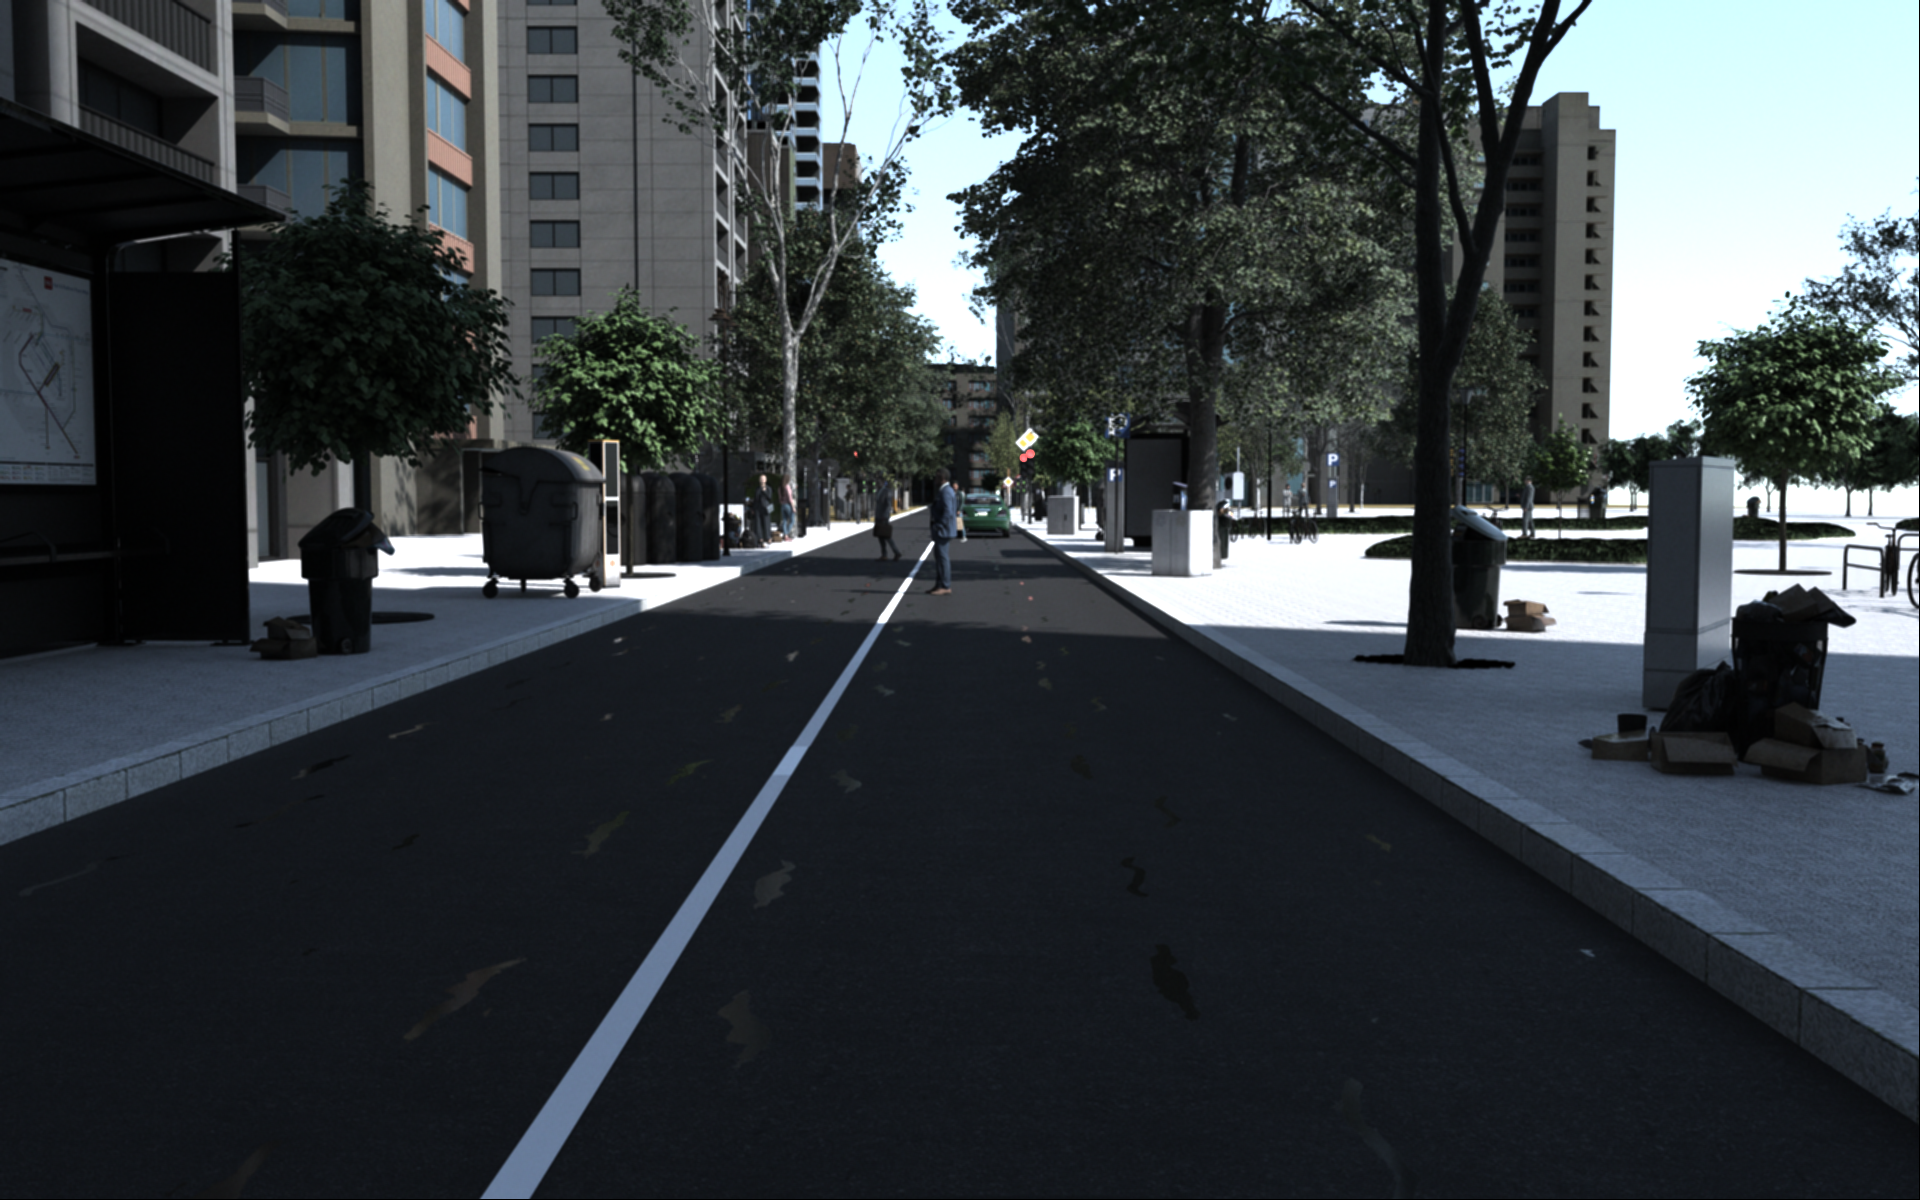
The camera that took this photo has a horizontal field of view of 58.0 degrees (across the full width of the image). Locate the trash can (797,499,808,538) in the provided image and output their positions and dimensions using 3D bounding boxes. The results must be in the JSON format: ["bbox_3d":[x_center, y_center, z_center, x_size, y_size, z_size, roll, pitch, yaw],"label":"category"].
[{"bbox_3d":[-4.824,-2.405,50.972,0.748,1.137,0.748,0,3,0],"label":"trash can"}]

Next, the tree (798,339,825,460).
[{"bbox_3d":[-4.932,-11.577,95.938,9.857,13.997,8.962,0,3,0],"label":"tree"}]

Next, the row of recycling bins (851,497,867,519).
[{"bbox_3d":[-5.296,-5.102,90.527,1.069,1.692,3.534,0,4,2],"label":"row of recycling bins"}]

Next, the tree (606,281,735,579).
[{"bbox_3d":[-5.232,-2.638,26.843,4.285,4.588,4.351,0,3,0],"label":"tree"}]

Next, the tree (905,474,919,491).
[{"bbox_3d":[-5.218,-14.419,186.104,4.360,8.622,3.978,0,3,0],"label":"tree"}]

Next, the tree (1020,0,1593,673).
[{"bbox_3d":[3.718,-5.320,12.731,9.928,11.665,9.643,0,3,0],"label":"tree"}]

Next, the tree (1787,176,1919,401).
[{"bbox_3d":[23.656,-6.498,40.648,8.767,10.594,7.601,0,4,-1],"label":"tree"}]

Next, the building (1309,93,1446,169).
[{"bbox_3d":[57.716,-43.752,257.336,28.212,58.520,21.231,0,4,0],"label":"building"}]

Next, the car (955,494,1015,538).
[{"bbox_3d":[0.778,-2.830,58.070,2.131,1.459,4.920,0,4,1],"label":"car"}]

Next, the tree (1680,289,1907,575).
[{"bbox_3d":[13.393,-2.702,27.895,4.285,4.588,4.351,0,3,0],"label":"tree"}]

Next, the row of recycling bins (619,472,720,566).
[{"bbox_3d":[-5.544,-1.548,32.426,1.069,1.692,3.534,1,4,22],"label":"row of recycling bins"}]

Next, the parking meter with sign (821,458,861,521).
[{"bbox_3d":[-5.686,-5.361,83.917,1.738,3.016,0.543,-1,4,-23],"label":"parking meter with sign"}]

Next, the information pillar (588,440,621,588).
[{"bbox_3d":[-4.860,-1.173,23.675,0.304,2.012,0.304,2,4,35],"label":"information pillar"}]

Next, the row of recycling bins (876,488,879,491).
[{"bbox_3d":[-5.270,-6.197,108.439,1.069,1.692,3.534,1,4,15],"label":"row of recycling bins"}]

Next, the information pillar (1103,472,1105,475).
[{"bbox_3d":[5.007,-3.270,57.952,0.304,2.012,0.304,-2,4,-34],"label":"information pillar"}]

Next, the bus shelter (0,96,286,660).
[{"bbox_3d":[-6.526,-1.242,11.593,1.731,3.624,6.357,0,3,0],"label":"bus shelter"}]

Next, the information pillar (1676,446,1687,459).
[{"bbox_3d":[34.599,-5.615,83.154,0.504,3.616,0.183,3,5,41],"label":"information pillar"}]

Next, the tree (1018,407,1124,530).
[{"bbox_3d":[4.294,-4.769,61.680,4.285,4.588,4.351,0,3,0],"label":"tree"}]

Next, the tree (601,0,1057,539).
[{"bbox_3d":[-3.594,-11.762,48.198,12.611,20.169,13.585,0,3,0],"label":"tree"}]

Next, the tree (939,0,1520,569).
[{"bbox_3d":[4.289,-7.509,29.435,9.857,13.997,8.962,0,3,0],"label":"tree"}]

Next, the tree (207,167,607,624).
[{"bbox_3d":[-6.203,-2.069,17.545,4.285,4.588,4.351,0,3,0],"label":"tree"}]

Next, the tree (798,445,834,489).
[{"bbox_3d":[-9.397,-9.793,110.471,4.360,8.622,3.978,0,3,0],"label":"tree"}]

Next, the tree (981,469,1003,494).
[{"bbox_3d":[4.115,-14.751,224.892,4.285,4.588,4.351,0,3,0],"label":"tree"}]

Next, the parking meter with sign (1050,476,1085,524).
[{"bbox_3d":[5.065,-5.226,81.708,0.543,3.016,1.738,-2,4,-31],"label":"parking meter with sign"}]

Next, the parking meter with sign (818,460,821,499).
[{"bbox_3d":[-7.052,-5.635,88.394,0.543,3.016,1.738,1,4,9],"label":"parking meter with sign"}]

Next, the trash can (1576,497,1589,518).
[{"bbox_3d":[29.187,-4.239,80.962,0.748,1.137,0.748,0,3,0],"label":"trash can"}]

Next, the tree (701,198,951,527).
[{"bbox_3d":[-5.685,-9.192,67.296,9.611,12.733,9.660,0,3,0],"label":"tree"}]

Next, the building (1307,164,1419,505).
[{"bbox_3d":[50.393,-32.613,216.820,14.086,41.232,14.154,0,4,0],"label":"building"}]

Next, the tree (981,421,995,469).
[{"bbox_3d":[4.423,-11.929,145.404,4.737,8.622,4.395,0,3,0],"label":"tree"}]

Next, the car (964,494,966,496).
[{"bbox_3d":[1.118,-11.605,198.775,2.155,1.783,4.494,0,4,-1],"label":"car"}]

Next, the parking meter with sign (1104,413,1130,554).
[{"bbox_3d":[3.416,-2.558,38.085,0.543,3.016,1.738,0,4,3],"label":"parking meter with sign"}]

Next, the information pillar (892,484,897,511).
[{"bbox_3d":[-4.964,-7.709,130.527,0.304,2.012,0.304,1,4,17],"label":"information pillar"}]

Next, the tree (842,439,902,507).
[{"bbox_3d":[-5.117,-9.491,105.541,4.737,8.622,4.395,0,3,0],"label":"tree"}]

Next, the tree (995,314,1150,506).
[{"bbox_3d":[4.349,-7.187,67.866,4.737,8.622,4.395,0,3,0],"label":"tree"}]

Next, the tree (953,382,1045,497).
[{"bbox_3d":[4.467,-17.021,188.658,12.009,13.543,11.850,0,3,0],"label":"tree"}]

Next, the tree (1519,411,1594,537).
[{"bbox_3d":[13.984,-2.820,40.702,1.663,3.219,1.824,0,3,0],"label":"tree"}]

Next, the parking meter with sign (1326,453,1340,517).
[{"bbox_3d":[15.752,-4.712,73.304,0.543,3.016,1.738,1,4,13],"label":"parking meter with sign"}]

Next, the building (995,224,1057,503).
[{"bbox_3d":[12.275,-34.925,254.623,14.086,41.232,14.154,0,4,0],"label":"building"}]

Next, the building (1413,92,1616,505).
[{"bbox_3d":[68.226,-36.061,213.305,21.600,48.544,21.300,0,4,0],"label":"building"}]

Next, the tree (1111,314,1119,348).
[{"bbox_3d":[5.566,-16.111,119.309,12.611,20.169,13.585,0,3,0],"label":"tree"}]

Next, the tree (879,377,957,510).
[{"bbox_3d":[-4.556,-12.351,136.347,8.767,10.594,7.601,0,4,-7],"label":"tree"}]

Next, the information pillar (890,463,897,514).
[{"bbox_3d":[-4.274,-7.343,111.420,0.504,3.616,0.183,3,5,41],"label":"information pillar"}]

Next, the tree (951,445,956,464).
[{"bbox_3d":[-5.601,-14.502,154.119,9.611,12.733,9.660,0,3,0],"label":"tree"}]

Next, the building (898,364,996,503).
[{"bbox_3d":[-9.198,-25.500,261.968,28.899,21.520,27.650,0,4,0],"label":"building"}]

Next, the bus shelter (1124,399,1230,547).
[{"bbox_3d":[4.761,-2.799,39.687,2.014,3.302,5.546,0,4,0],"label":"bus shelter"}]
